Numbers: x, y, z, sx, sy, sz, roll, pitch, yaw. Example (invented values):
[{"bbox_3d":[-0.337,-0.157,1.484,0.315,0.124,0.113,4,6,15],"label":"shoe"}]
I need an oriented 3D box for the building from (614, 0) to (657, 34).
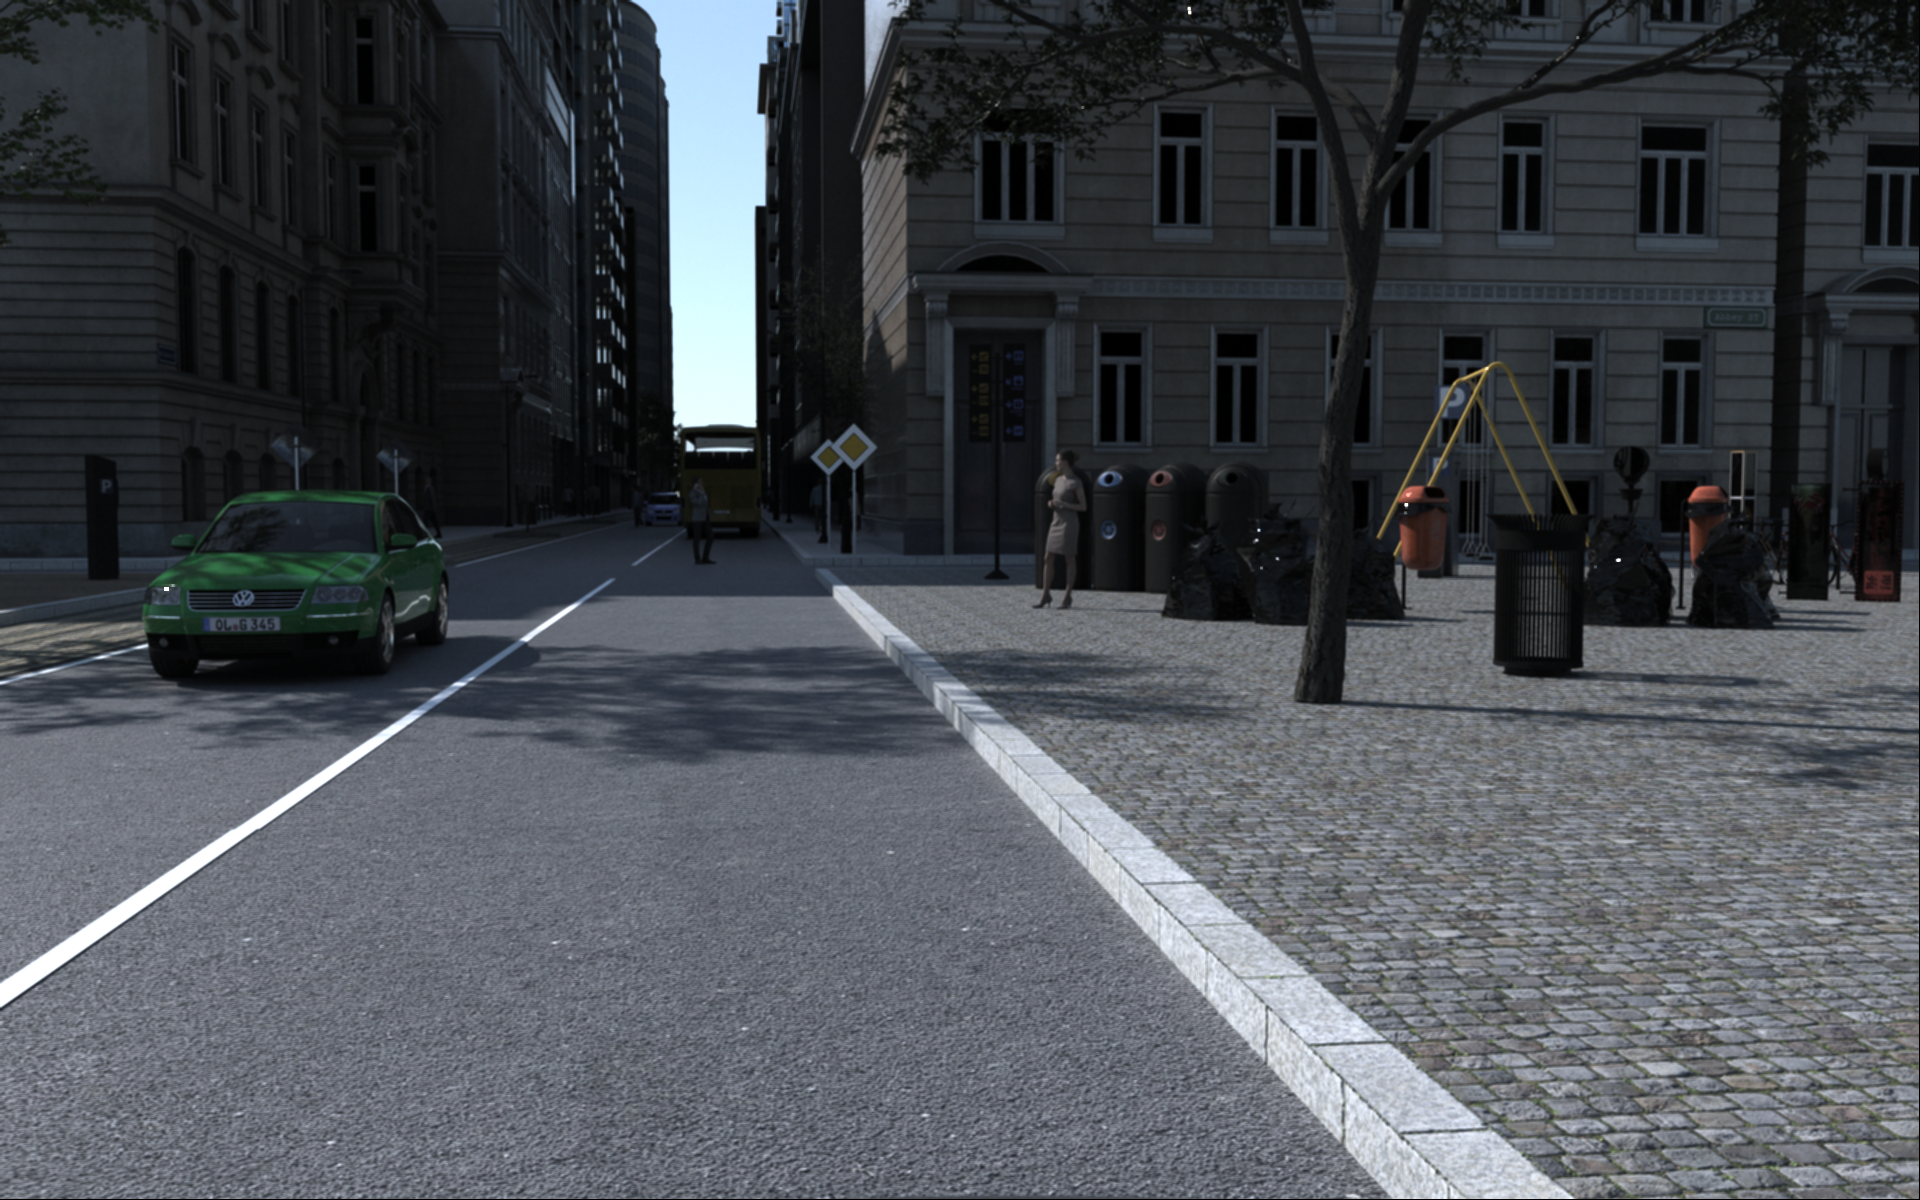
[{"bbox_3d":[-46.261,-40.484,203.906,21.231,58.520,28.212,0,4,-7],"label":"building"}]

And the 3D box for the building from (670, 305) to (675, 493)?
[{"bbox_3d":[-49.447,-29.519,254.344,14.160,30.474,14.107,0,4,-7],"label":"building"}]

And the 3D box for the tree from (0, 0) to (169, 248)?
[{"bbox_3d":[-11.331,-5.550,16.493,9.928,11.665,9.643,0,3,0],"label":"tree"}]

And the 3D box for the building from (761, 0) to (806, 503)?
[{"bbox_3d":[-17.337,-56.601,238.105,22.319,86.520,31.000,0,4,-7],"label":"building"}]

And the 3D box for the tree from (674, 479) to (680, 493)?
[{"bbox_3d":[-43.621,-17.333,267.099,4.285,4.588,4.351,0,3,0],"label":"tree"}]

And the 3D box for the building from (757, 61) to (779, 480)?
[{"bbox_3d":[-9.855,-37.994,210.446,28.713,52.752,27.495,0,4,-7],"label":"building"}]

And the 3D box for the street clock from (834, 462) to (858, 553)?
[{"bbox_3d":[-2.460,-2.012,37.471,0.471,2.002,0.358,-2,4,-26],"label":"street clock"}]

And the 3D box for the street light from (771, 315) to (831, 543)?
[{"bbox_3d":[-4.102,-4.442,45.174,1.470,5.913,1.316,0,4,-7],"label":"street light"}]

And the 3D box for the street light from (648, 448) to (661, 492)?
[{"bbox_3d":[-30.933,-12.394,175.186,1.470,5.913,1.316,0,4,-7],"label":"street light"}]

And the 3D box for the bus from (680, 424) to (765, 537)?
[{"bbox_3d":[-8.196,-4.201,60.237,2.896,3.916,12.252,0,4,-7],"label":"bus"}]

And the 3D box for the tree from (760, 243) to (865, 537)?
[{"bbox_3d":[-3.740,-6.210,51.892,4.360,8.622,3.978,0,3,0],"label":"tree"}]

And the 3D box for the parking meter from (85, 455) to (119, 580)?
[{"bbox_3d":[-12.846,-1.238,25.954,0.255,1.863,0.399,2,4,28],"label":"parking meter"}]

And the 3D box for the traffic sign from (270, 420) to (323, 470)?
[{"bbox_3d":[-10.438,-1.533,27.260,0.795,2.593,0.064,0,4,-7],"label":"traffic sign"}]

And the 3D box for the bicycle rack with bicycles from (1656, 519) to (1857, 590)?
[{"bbox_3d":[11.089,-0.668,24.308,2.852,0.926,2.925,0,4,3],"label":"bicycle rack with bicycles"}]

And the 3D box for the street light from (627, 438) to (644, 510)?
[{"bbox_3d":[-26.778,-10.432,143.097,1.470,5.913,1.316,0,4,-7],"label":"street light"}]

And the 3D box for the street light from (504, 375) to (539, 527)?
[{"bbox_3d":[-17.052,-5.805,67.449,1.470,5.913,1.316,0,4,-7],"label":"street light"}]

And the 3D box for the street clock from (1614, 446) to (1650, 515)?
[{"bbox_3d":[10.112,-1.318,26.119,0.471,2.002,0.358,2,4,35],"label":"street clock"}]

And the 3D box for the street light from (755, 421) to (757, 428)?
[{"bbox_3d":[-12.199,-8.365,109.301,1.470,5.913,1.316,0,4,-7],"label":"street light"}]

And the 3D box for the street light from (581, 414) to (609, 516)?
[{"bbox_3d":[-21.247,-7.797,100.019,1.470,5.913,1.316,0,4,-7],"label":"street light"}]

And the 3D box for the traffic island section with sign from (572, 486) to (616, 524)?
[{"bbox_3d":[-17.765,-4.622,84.190,1.989,1.847,2.006,0,4,-7],"label":"traffic island section with sign"}]

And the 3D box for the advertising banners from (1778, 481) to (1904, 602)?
[{"bbox_3d":[10.915,-1.492,20.579,2.074,3.025,0.090,2,4,27],"label":"advertising banners"}]

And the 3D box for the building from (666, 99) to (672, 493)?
[{"bbox_3d":[-49.932,-42.191,231.827,21.231,58.520,28.212,0,4,-7],"label":"building"}]

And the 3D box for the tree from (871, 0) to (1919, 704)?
[{"bbox_3d":[2.382,-4.628,10.075,8.767,10.594,7.601,-2,4,-33],"label":"tree"}]

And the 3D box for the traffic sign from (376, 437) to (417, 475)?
[{"bbox_3d":[-11.453,-2.018,35.181,0.795,2.593,0.064,0,4,-7],"label":"traffic sign"}]

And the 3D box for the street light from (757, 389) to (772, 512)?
[{"bbox_3d":[-8.161,-6.390,77.024,1.470,5.913,1.316,0,4,-7],"label":"street light"}]

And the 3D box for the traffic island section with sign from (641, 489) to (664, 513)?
[{"bbox_3d":[-24.067,-7.628,133.343,1.989,1.847,2.006,0,4,-7],"label":"traffic island section with sign"}]

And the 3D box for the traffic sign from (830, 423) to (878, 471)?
[{"bbox_3d":[-1.712,-1.600,28.354,0.795,2.593,0.064,0,4,-7],"label":"traffic sign"}]

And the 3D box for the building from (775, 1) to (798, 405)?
[{"bbox_3d":[-6.923,-33.801,172.255,23.786,49.044,30.456,0,4,-7],"label":"building"}]

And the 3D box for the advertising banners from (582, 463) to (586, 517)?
[{"bbox_3d":[-20.750,-6.089,95.744,0.090,3.025,2.074,0,4,-7],"label":"advertising banners"}]

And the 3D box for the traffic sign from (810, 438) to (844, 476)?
[{"bbox_3d":[-2.727,-2.085,36.275,0.795,2.593,0.064,0,4,-7],"label":"traffic sign"}]

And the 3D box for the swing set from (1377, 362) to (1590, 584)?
[{"bbox_3d":[6.546,-1.481,21.833,2.862,2.851,3.119,1,4,8],"label":"swing set"}]

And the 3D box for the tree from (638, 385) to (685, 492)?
[{"bbox_3d":[-32.749,-16.240,182.530,9.611,12.733,9.660,0,3,0],"label":"tree"}]

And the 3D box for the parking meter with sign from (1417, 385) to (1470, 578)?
[{"bbox_3d":[7.515,-1.881,27.019,0.543,3.016,1.738,2,4,25],"label":"parking meter with sign"}]

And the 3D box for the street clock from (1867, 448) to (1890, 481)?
[{"bbox_3d":[14.514,-1.398,27.425,0.358,2.002,0.471,3,5,41],"label":"street clock"}]

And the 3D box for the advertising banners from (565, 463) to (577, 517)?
[{"bbox_3d":[-22.075,-6.235,98.136,0.090,3.025,2.074,0,4,4],"label":"advertising banners"}]

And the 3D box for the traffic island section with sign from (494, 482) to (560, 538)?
[{"bbox_3d":[-14.333,-2.986,57.443,1.989,1.847,2.006,0,4,-7],"label":"traffic island section with sign"}]

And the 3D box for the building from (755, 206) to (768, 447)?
[{"bbox_3d":[-23.929,-37.427,262.044,14.600,45.320,14.200,0,4,-7],"label":"building"}]

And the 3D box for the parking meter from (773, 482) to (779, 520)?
[{"bbox_3d":[-8.966,-4.816,84.447,0.255,1.863,0.399,-1,4,-18],"label":"parking meter"}]

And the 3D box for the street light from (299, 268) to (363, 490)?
[{"bbox_3d":[-12.937,-3.857,35.606,1.470,5.913,1.316,0,4,-7],"label":"street light"}]
